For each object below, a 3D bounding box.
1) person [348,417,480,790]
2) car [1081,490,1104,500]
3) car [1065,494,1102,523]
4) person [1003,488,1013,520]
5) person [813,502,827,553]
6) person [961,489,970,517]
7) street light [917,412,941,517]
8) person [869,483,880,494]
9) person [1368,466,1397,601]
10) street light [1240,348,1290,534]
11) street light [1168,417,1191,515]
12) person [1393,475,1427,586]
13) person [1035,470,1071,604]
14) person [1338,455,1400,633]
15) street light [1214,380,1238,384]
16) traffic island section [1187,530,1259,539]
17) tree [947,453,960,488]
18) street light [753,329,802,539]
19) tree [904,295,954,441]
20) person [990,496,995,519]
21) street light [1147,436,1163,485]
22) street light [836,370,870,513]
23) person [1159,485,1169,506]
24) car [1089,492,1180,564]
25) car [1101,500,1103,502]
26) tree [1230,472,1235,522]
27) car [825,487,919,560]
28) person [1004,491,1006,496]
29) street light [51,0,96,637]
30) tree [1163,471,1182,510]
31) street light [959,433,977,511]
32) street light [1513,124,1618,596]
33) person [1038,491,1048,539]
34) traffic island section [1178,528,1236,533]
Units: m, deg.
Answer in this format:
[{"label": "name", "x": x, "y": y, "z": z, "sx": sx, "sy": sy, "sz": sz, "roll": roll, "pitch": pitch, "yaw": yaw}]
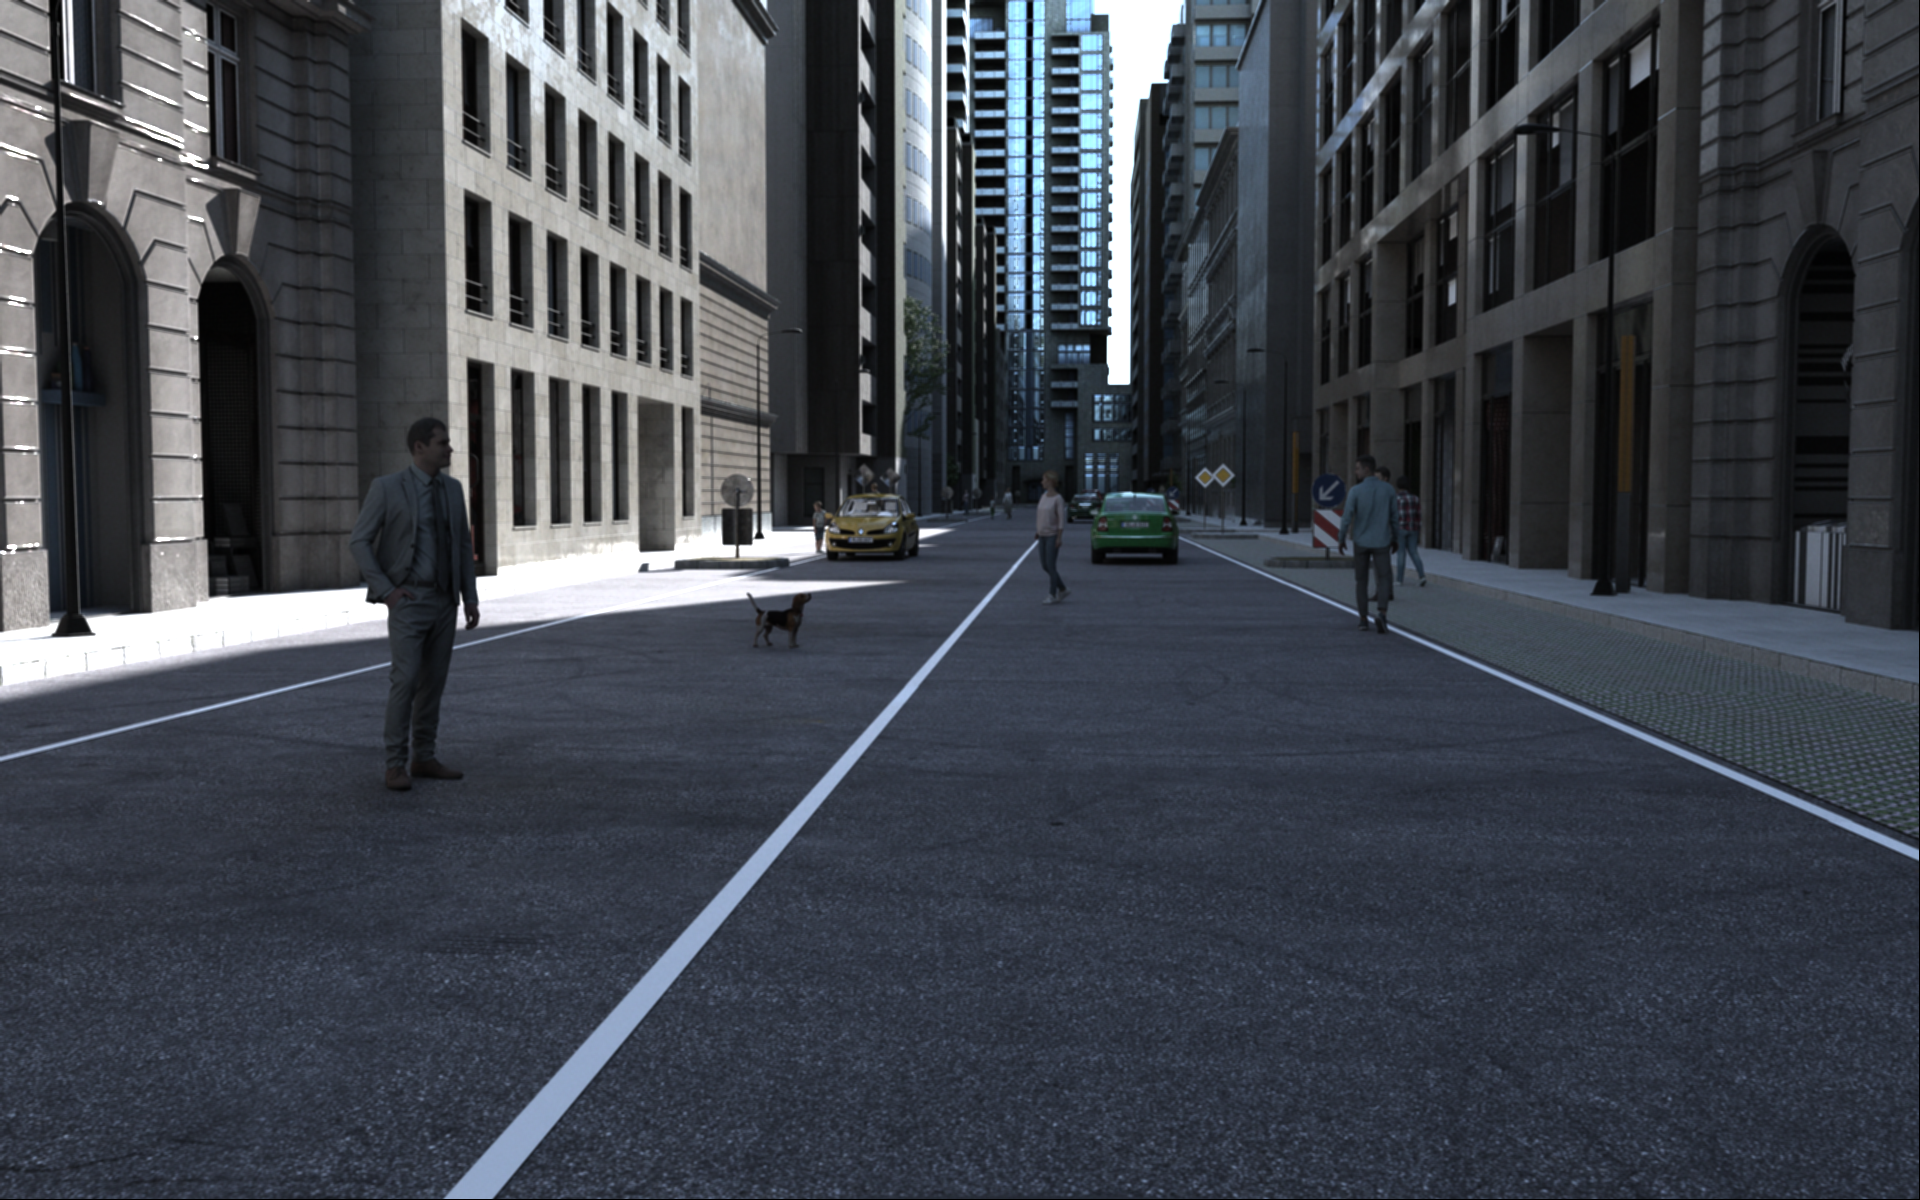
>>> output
[{"label": "person", "x": -2.696, "y": -0.003, "z": 8.648, "sx": 0.391, "sy": 1.810, "sz": 0.635, "roll": 2, "pitch": 4, "yaw": 28}, {"label": "car", "x": 11.059, "y": -8.445, "z": 146.756, "sx": 2.281, "sy": 1.827, "sz": 5.304, "roll": 0, "pitch": 4, "yaw": 5}, {"label": "car", "x": 6.330, "y": -4.608, "z": 87.141, "sx": 2.131, "sy": 1.459, "sz": 4.920, "roll": 0, "pitch": 4, "yaw": 5}, {"label": "person", "x": 2.737, "y": -5.428, "z": 97.466, "sx": 0.478, "sy": 1.798, "sz": 0.641, "roll": 3, "pitch": 4, "yaw": 38}, {"label": "person", "x": -3.399, "y": -1.769, "z": 42.110, "sx": 0.332, "sy": 1.250, "sz": 0.352, "roll": 1, "pitch": 4, "yaw": 21}, {"label": "person", "x": 0.388, "y": -6.032, "z": 107.711, "sx": 0.643, "sy": 1.750, "sz": 0.593, "roll": -2, "pitch": 4, "yaw": -28}, {"label": "street light", "x": -1.753, "y": -7.699, "z": 98.425, "sx": 1.470, "sy": 5.913, "sz": 1.316, "roll": 0, "pitch": 4, "yaw": 4}, {"label": "person", "x": -2.547, "y": -2.575, "z": 51.147, "sx": 0.519, "sy": 1.759, "sz": 0.362, "roll": -2, "pitch": 4, "yaw": -32}, {"label": "person", "x": 5.565, "y": -0.885, "z": 23.165, "sx": 0.583, "sy": 1.804, "sz": 0.606, "roll": 0, "pitch": 4, "yaw": -7}, {"label": "street light", "x": 9.830, "y": -5.060, "z": 55.272, "sx": 1.470, "sy": 5.913, "sz": 1.316, "roll": 0, "pitch": 4, "yaw": 4}, {"label": "street light", "x": 13.271, "y": -8.081, "z": 104.666, "sx": 1.470, "sy": 5.913, "sz": 1.316, "roll": 0, "pitch": 4, "yaw": 4}, {"label": "person", "x": 6.920, "y": -1.072, "z": 26.867, "sx": 0.563, "sy": 1.720, "sz": 0.643, "roll": -1, "pitch": 4, "yaw": -17}, {"label": "person", "x": 1.221, "y": -0.825, "z": 22.662, "sx": 0.598, "sy": 1.740, "sz": 0.731, "roll": -3, "pitch": 5, "yaw": -40}, {"label": "person", "x": 4.262, "y": -0.594, "z": 18.069, "sx": 0.638, "sy": 1.841, "sz": 0.748, "roll": 1, "pitch": 4, "yaw": 14}, {"label": "street light", "x": 11.067, "y": -6.008, "z": 70.774, "sx": 1.470, "sy": 5.913, "sz": 1.316, "roll": 0, "pitch": 4, "yaw": 4}, {"label": "traffic island section", "x": 8.536, "y": -2.072, "z": 56.156, "sx": 2.009, "sy": 0.180, "sz": 2.903, "roll": 0, "pitch": 4, "yaw": 4}, {"label": "tree", "x": -1.507, "y": -8.524, "z": 123.088, "sx": 4.285, "sy": 4.588, "sz": 4.351, "roll": 0, "pitch": 3, "yaw": 0}, {"label": "street light", "x": -5.147, "y": -4.669, "z": 48.874, "sx": 1.470, "sy": 5.913, "sz": 1.316, "roll": 0, "pitch": 4, "yaw": 4}, {"label": "tree", "x": -3.908, "y": -9.691, "z": 84.197, "sx": 9.928, "sy": 11.665, "sz": 9.643, "roll": 0, "pitch": 3, "yaw": 0}, {"label": "person", "x": 1.825, "y": -5.202, "z": 97.808, "sx": 0.306, "sy": 1.304, "sz": 0.590, "roll": 1, "pitch": 4, "yaw": 16}, {"label": "street light", "x": 15.633, "y": -10.146, "z": 138.426, "sx": 1.470, "sy": 5.913, "sz": 1.316, "roll": 0, "pitch": 4, "yaw": 4}, {"label": "street light", "x": -4.070, "y": -5.642, "z": 64.780, "sx": 1.470, "sy": 5.913, "sz": 1.316, "roll": 0, "pitch": 4, "yaw": 4}, {"label": "person", "x": 8.337, "y": -3.876, "z": 72.057, "sx": 0.709, "sy": 1.800, "sz": 0.728, "roll": 0, "pitch": 3, "yaw": 0}, {"label": "car", "x": 3.727, "y": -1.724, "z": 36.988, "sx": 1.959, "sy": 1.807, "sz": 4.718, "roll": 0, "pitch": 4, "yaw": 6}, {"label": "car", "x": 8.754, "y": -5.342, "z": 96.142, "sx": 1.959, "sy": 1.807, "sz": 4.718, "roll": 0, "pitch": 4, "yaw": 2}, {"label": "tree", "x": 12.920, "y": -5.176, "z": 79.234, "sx": 1.663, "sy": 3.219, "sz": 1.824, "roll": 0, "pitch": 3, "yaw": 0}, {"label": "car", "x": -1.937, "y": -1.746, "z": 38.773, "sx": 2.015, "sy": 1.641, "sz": 3.980, "roll": 0, "pitch": 4, "yaw": 5}, {"label": "person", "x": 4.181, "y": -9.109, "z": 158.344, "sx": 0.530, "sy": 1.710, "sz": 0.541, "roll": 2, "pitch": 4, "yaw": 24}, {"label": "street light", "x": -7.494, "y": -2.626, "z": 15.478, "sx": 1.470, "sy": 5.913, "sz": 1.316, "roll": 0, "pitch": 4, "yaw": 4}, {"label": "tree", "x": 17.721, "y": -9.209, "z": 145.174, "sx": 1.663, "sy": 3.219, "sz": 1.824, "roll": 0, "pitch": 3, "yaw": 0}, {"label": "street light", "x": 0.590, "y": -9.744, "z": 131.860, "sx": 1.470, "sy": 5.913, "sz": 1.316, "roll": 0, "pitch": 4, "yaw": 4}, {"label": "street light", "x": 7.640, "y": -3.017, "z": 21.865, "sx": 1.470, "sy": 5.913, "sz": 1.316, "roll": 0, "pitch": 4, "yaw": 4}, {"label": "person", "x": 2.627, "y": -2.696, "z": 52.600, "sx": 0.620, "sy": 1.820, "sz": 0.660, "roll": -1, "pitch": 4, "yaw": -21}, {"label": "traffic island section", "x": 9.081, "y": -2.559, "z": 64.122, "sx": 2.009, "sy": 0.180, "sz": 2.903, "roll": 0, "pitch": 4, "yaw": 4}]
